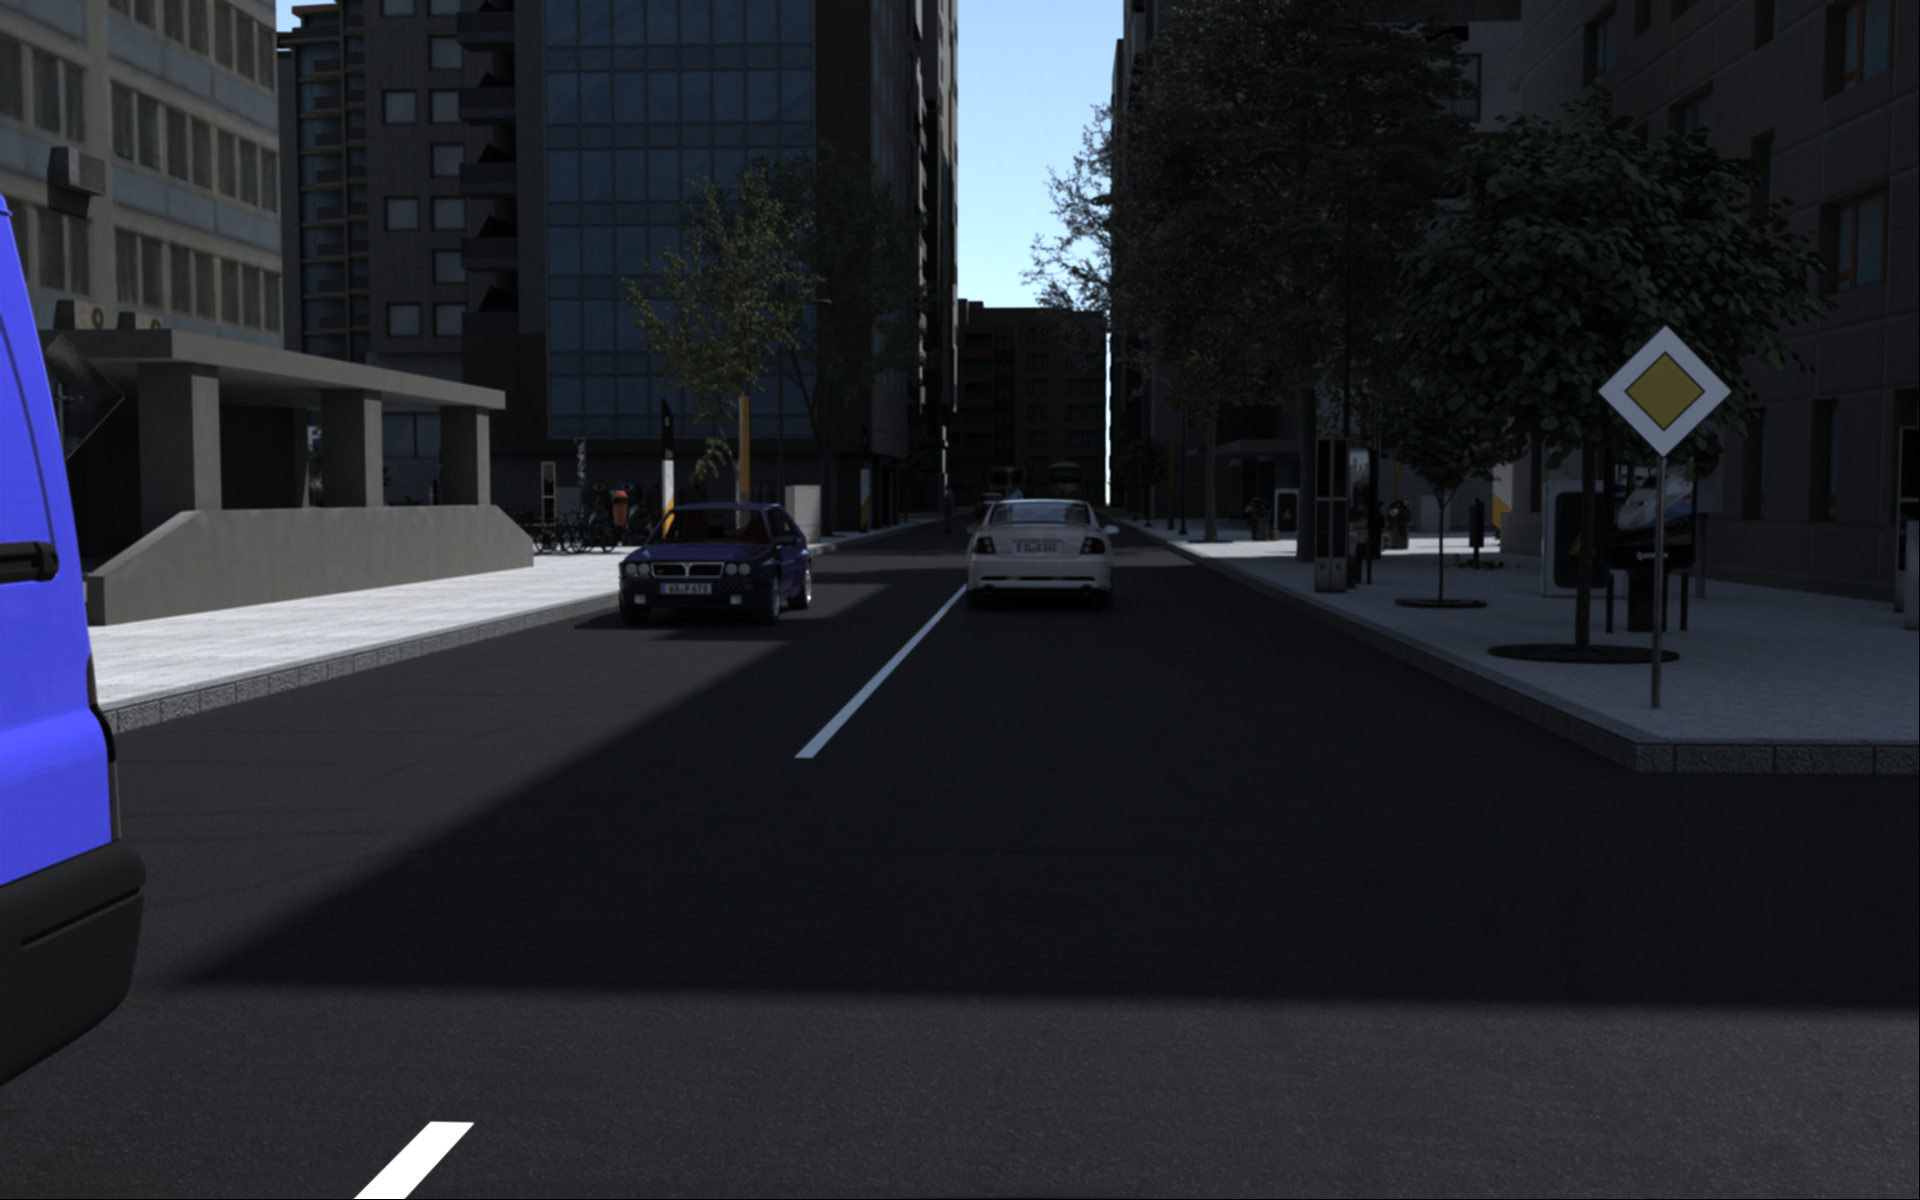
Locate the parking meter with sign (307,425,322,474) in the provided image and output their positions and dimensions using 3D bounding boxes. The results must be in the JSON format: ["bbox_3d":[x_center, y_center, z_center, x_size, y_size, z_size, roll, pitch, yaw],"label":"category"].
[{"bbox_3d":[-16.259,-2.959,44.647,0.543,3.016,1.738,0,4,1],"label":"parking meter with sign"}]

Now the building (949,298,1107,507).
[{"bbox_3d":[0.699,-20.761,184.487,28.899,21.520,27.650,0,4,3],"label":"building"}]

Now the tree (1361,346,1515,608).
[{"bbox_3d":[5.646,-1.539,19.764,1.663,3.219,1.824,0,3,0],"label":"tree"}]

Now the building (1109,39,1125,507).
[{"bbox_3d":[26.185,-33.899,177.945,21.600,48.544,21.300,0,4,3],"label":"building"}]

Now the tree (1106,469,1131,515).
[{"bbox_3d":[9.824,-6.869,106.907,1.663,3.219,1.824,0,3,0],"label":"tree"}]

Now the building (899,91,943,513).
[{"bbox_3d":[-8.692,-21.398,121.562,14.160,30.474,14.107,0,4,3],"label":"building"}]

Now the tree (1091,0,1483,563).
[{"bbox_3d":[6.162,-6.977,32.207,7.486,12.596,7.792,0,3,0],"label":"tree"}]

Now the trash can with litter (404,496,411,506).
[{"bbox_3d":[-21.960,-3.541,68.948,1.678,1.210,2.233,-2,4,-29],"label":"trash can with litter"}]

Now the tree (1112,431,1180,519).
[{"bbox_3d":[9.391,-6.396,88.289,4.285,4.588,4.351,0,3,0],"label":"tree"}]

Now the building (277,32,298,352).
[{"bbox_3d":[-63.186,-28.939,156.748,14.086,41.232,14.154,0,4,3],"label":"building"}]

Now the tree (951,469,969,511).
[{"bbox_3d":[-0.349,-8.324,130.706,1.663,3.219,1.824,0,3,0],"label":"tree"}]

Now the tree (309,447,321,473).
[{"bbox_3d":[-31.115,-6.253,85.952,4.285,4.588,4.351,0,3,0],"label":"tree"}]

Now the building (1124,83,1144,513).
[{"bbox_3d":[18.914,-21.613,125.071,14.160,30.474,14.107,0,4,3],"label":"building"}]

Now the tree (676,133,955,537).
[{"bbox_3d":[-4.148,-7.689,51.476,9.928,11.665,9.643,0,3,0],"label":"tree"}]

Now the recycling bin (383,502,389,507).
[{"bbox_3d":[-17.490,-2.444,52.520,0.722,1.027,0.722,0,4,-2],"label":"recycling bin"}]

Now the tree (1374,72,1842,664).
[{"bbox_3d":[4.949,-1.825,13.555,4.285,4.588,4.351,0,3,0],"label":"tree"}]

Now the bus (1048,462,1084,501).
[{"bbox_3d":[8.028,-8.574,131.732,2.896,3.916,12.252,0,4,4],"label":"bus"}]

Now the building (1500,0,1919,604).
[{"bbox_3d":[25.595,-10.886,23.028,28.899,21.520,27.650,0,4,3],"label":"building"}]

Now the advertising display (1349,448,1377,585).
[{"bbox_3d":[5.635,-1.204,24.892,0.123,1.923,0.974,-1,4,-22],"label":"advertising display"}]

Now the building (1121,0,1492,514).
[{"bbox_3d":[27.538,-33.992,145.000,28.713,52.752,27.495,0,4,3],"label":"building"}]

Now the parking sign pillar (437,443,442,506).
[{"bbox_3d":[-19.587,-4.757,66.249,1.447,3.967,1.447,-2,4,-31],"label":"parking sign pillar"}]

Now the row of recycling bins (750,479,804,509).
[{"bbox_3d":[-5.261,-2.583,49.342,1.069,1.692,3.534,-2,4,-24],"label":"row of recycling bins"}]

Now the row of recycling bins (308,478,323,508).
[{"bbox_3d":[-16.349,-2.173,42.643,3.534,1.692,1.069,1,4,14],"label":"row of recycling bins"}]

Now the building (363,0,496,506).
[{"bbox_3d":[-16.385,-31.270,100.508,28.713,52.752,27.495,0,4,3],"label":"building"}]

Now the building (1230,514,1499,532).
[{"bbox_3d":[23.520,-29.401,69.948,28.713,52.752,27.495,0,4,3],"label":"building"}]

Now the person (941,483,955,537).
[{"bbox_3d":[-0.378,-2.997,57.683,0.419,1.800,0.721,-1,4,-9],"label":"person"}]

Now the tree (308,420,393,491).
[{"bbox_3d":[-14.025,-2.733,39.293,1.663,3.219,1.824,0,3,0],"label":"tree"}]

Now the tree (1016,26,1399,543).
[{"bbox_3d":[6.583,-8.265,45.505,12.009,13.543,11.850,0,3,0],"label":"tree"}]

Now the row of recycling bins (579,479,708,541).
[{"bbox_3d":[-8.729,-2.488,47.784,3.534,1.692,1.069,0,4,-3],"label":"row of recycling bins"}]

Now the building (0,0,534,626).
[{"bbox_3d":[-24.007,-20.275,23.381,32.217,40.220,23.993,0,4,3],"label":"building"}]

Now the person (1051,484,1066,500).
[{"bbox_3d":[3.999,-3.777,70.067,0.655,1.846,0.447,1,4,16],"label":"person"}]

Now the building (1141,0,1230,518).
[{"bbox_3d":[21.482,-34.307,102.923,21.231,58.520,28.212,0,4,3],"label":"building"}]

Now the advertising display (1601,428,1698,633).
[{"bbox_3d":[6.407,-0.666,16.095,0.974,1.923,0.123,-1,4,-19],"label":"advertising display"}]

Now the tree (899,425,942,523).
[{"bbox_3d":[-3.189,-6.180,84.761,4.285,4.588,4.351,0,3,0],"label":"tree"}]

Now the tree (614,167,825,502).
[{"bbox_3d":[-5.173,-5.393,38.535,4.737,8.622,4.395,0,3,0],"label":"tree"}]

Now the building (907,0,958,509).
[{"bbox_3d":[-13.851,-34.093,146.666,27.495,52.752,28.713,0,4,3],"label":"building"}]

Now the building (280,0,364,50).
[{"bbox_3d":[-41.818,-30.396,151.595,28.867,44.769,22.147,0,4,3],"label":"building"}]

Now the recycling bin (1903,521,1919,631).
[{"bbox_3d":[9.392,-0.226,16.252,0.722,1.027,0.722,-3,4,-37],"label":"recycling bin"}]

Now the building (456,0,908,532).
[{"bbox_3d":[-9.454,-25.343,64.467,14.600,45.320,14.200,0,4,3],"label":"building"}]

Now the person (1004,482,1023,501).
[{"bbox_3d":[1.633,-2.571,50.803,0.793,1.790,0.793,0,4,-5],"label":"person"}]

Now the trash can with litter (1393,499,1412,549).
[{"bbox_3d":[10.068,-1.774,40.398,0.624,1.170,1.055,-1,4,-17],"label":"trash can with litter"}]
